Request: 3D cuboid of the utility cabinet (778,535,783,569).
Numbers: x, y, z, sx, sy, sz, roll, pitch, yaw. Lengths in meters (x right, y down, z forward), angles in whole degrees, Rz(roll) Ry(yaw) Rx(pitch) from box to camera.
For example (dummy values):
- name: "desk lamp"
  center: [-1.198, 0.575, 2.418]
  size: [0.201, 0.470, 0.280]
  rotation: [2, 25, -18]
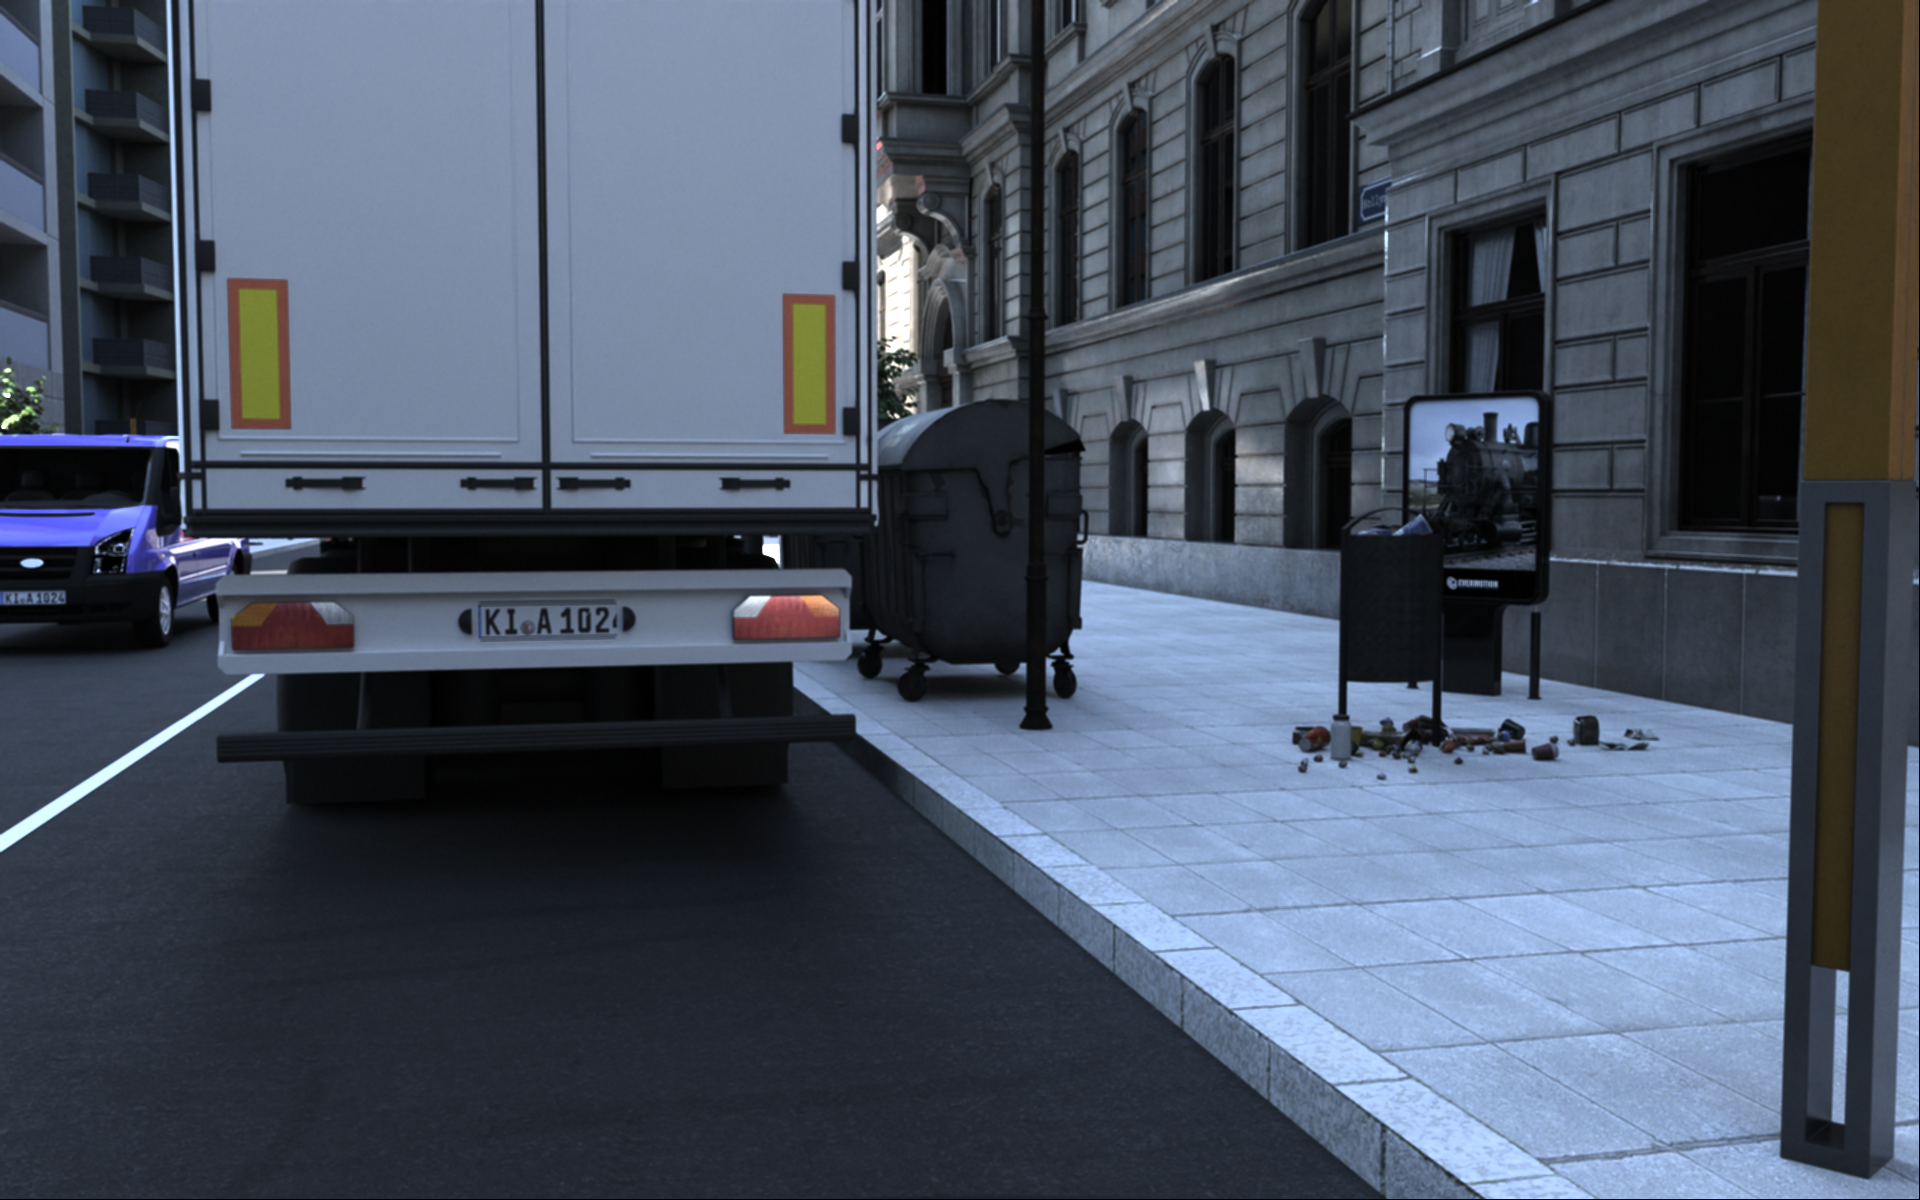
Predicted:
- name: "utility cabinet"
  center: [-1.353, -0.410, 17.861]
  size: [1.020, 1.237, 0.306]
  rotation: [-1, 4, -10]

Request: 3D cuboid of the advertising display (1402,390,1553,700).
- name: "advertising display"
  center: [3.290, -0.359, 11.089]
  size: [0.974, 1.923, 0.123]
  rotation: [3, 5, 44]

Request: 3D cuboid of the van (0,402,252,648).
- name: "van"
  center: [-8.733, -0.816, 17.719]
  size: [2.240, 2.365, 5.245]
  rotation: [-1, 4, -13]

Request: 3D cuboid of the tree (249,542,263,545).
- name: "tree"
  center: [-18.015, -2.995, 43.564]
  size: [1.663, 3.219, 1.824]
  rotation: [0, 3, 0]

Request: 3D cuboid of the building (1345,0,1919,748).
- name: "building"
  center: [10.121, -8.674, 6.451]
  size: [10.561, 19.102, 19.286]
  rotation: [-1, 4, -14]

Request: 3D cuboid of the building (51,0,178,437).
- name: "building"
  center: [-40.670, -25.420, 70.249]
  size: [22.147, 44.769, 28.867]
  rotation: [-1, 4, -14]

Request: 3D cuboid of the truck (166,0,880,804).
- name: "truck"
  center: [-2.832, -1.382, 11.517]
  size: [2.839, 4.237, 11.283]
  rotation: [-1, 4, -14]

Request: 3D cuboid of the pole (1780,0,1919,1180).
- name: "pole"
  center: [1.695, -0.575, 3.246]
  size: [0.158, 3.312, 0.155]
  rotation: [0, 3, 0]

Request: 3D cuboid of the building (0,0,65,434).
- name: "building"
  center: [-32.887, -29.853, 30.093]
  size: [28.212, 58.520, 21.231]
  rotation: [-1, 4, -14]

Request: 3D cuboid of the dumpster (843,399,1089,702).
- name: "dumpster"
  center: [0.037, -0.348, 11.447]
  size: [1.264, 1.857, 1.865]
  rotation: [-1, 4, -14]

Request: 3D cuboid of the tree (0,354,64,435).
- name: "tree"
  center: [-13.089, -1.806, 24.134]
  size: [1.663, 3.219, 1.824]
  rotation: [0, 3, 0]

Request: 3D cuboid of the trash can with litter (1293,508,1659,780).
- name: "trash can with litter"
  center: [2.575, 0.145, 8.680]
  size: [2.233, 1.210, 1.678]
  rotation: [-1, 4, -9]

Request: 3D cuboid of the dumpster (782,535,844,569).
- name: "dumpster"
  center: [-0.782, -0.515, 14.179]
  size: [1.264, 1.857, 1.865]
  rotation: [-1, 4, -14]

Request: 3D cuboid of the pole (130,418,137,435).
- name: "pole"
  center: [-22.281, -3.236, 46.757]
  size: [0.158, 3.312, 0.155]
  rotation: [0, 3, 0]

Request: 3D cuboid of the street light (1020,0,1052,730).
- name: "street light"
  center: [0.417, -2.234, 9.320]
  size: [0.468, 5.910, 1.993]
  rotation: [-1, 4, -14]

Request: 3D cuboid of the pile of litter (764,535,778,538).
- name: "pile of litter"
  center: [-4.899, -2.287, 51.357]
  size: [1.719, 0.858, 1.176]
  rotation: [1, 4, 9]

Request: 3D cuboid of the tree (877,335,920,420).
- name: "tree"
  center: [-2.328, -2.546, 25.341]
  size: [4.285, 4.588, 4.351]
  rotation: [0, 3, 0]

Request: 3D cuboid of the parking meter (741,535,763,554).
- name: "parking meter"
  center: [-3.427, -1.231, 28.532]
  size: [0.372, 1.533, 0.369]
  rotation: [0, 3, 0]

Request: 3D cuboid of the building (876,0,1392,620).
- name: "building"
  center: [5.184, -13.084, 33.000]
  size: [14.460, 24.649, 34.723]
  rotation: [-1, 4, -14]

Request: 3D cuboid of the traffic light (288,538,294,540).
- name: "traffic light"
  center: [-18.724, -3.637, 48.385]
  size: [0.839, 4.253, 0.868]
  rotation: [-1, 4, -14]
